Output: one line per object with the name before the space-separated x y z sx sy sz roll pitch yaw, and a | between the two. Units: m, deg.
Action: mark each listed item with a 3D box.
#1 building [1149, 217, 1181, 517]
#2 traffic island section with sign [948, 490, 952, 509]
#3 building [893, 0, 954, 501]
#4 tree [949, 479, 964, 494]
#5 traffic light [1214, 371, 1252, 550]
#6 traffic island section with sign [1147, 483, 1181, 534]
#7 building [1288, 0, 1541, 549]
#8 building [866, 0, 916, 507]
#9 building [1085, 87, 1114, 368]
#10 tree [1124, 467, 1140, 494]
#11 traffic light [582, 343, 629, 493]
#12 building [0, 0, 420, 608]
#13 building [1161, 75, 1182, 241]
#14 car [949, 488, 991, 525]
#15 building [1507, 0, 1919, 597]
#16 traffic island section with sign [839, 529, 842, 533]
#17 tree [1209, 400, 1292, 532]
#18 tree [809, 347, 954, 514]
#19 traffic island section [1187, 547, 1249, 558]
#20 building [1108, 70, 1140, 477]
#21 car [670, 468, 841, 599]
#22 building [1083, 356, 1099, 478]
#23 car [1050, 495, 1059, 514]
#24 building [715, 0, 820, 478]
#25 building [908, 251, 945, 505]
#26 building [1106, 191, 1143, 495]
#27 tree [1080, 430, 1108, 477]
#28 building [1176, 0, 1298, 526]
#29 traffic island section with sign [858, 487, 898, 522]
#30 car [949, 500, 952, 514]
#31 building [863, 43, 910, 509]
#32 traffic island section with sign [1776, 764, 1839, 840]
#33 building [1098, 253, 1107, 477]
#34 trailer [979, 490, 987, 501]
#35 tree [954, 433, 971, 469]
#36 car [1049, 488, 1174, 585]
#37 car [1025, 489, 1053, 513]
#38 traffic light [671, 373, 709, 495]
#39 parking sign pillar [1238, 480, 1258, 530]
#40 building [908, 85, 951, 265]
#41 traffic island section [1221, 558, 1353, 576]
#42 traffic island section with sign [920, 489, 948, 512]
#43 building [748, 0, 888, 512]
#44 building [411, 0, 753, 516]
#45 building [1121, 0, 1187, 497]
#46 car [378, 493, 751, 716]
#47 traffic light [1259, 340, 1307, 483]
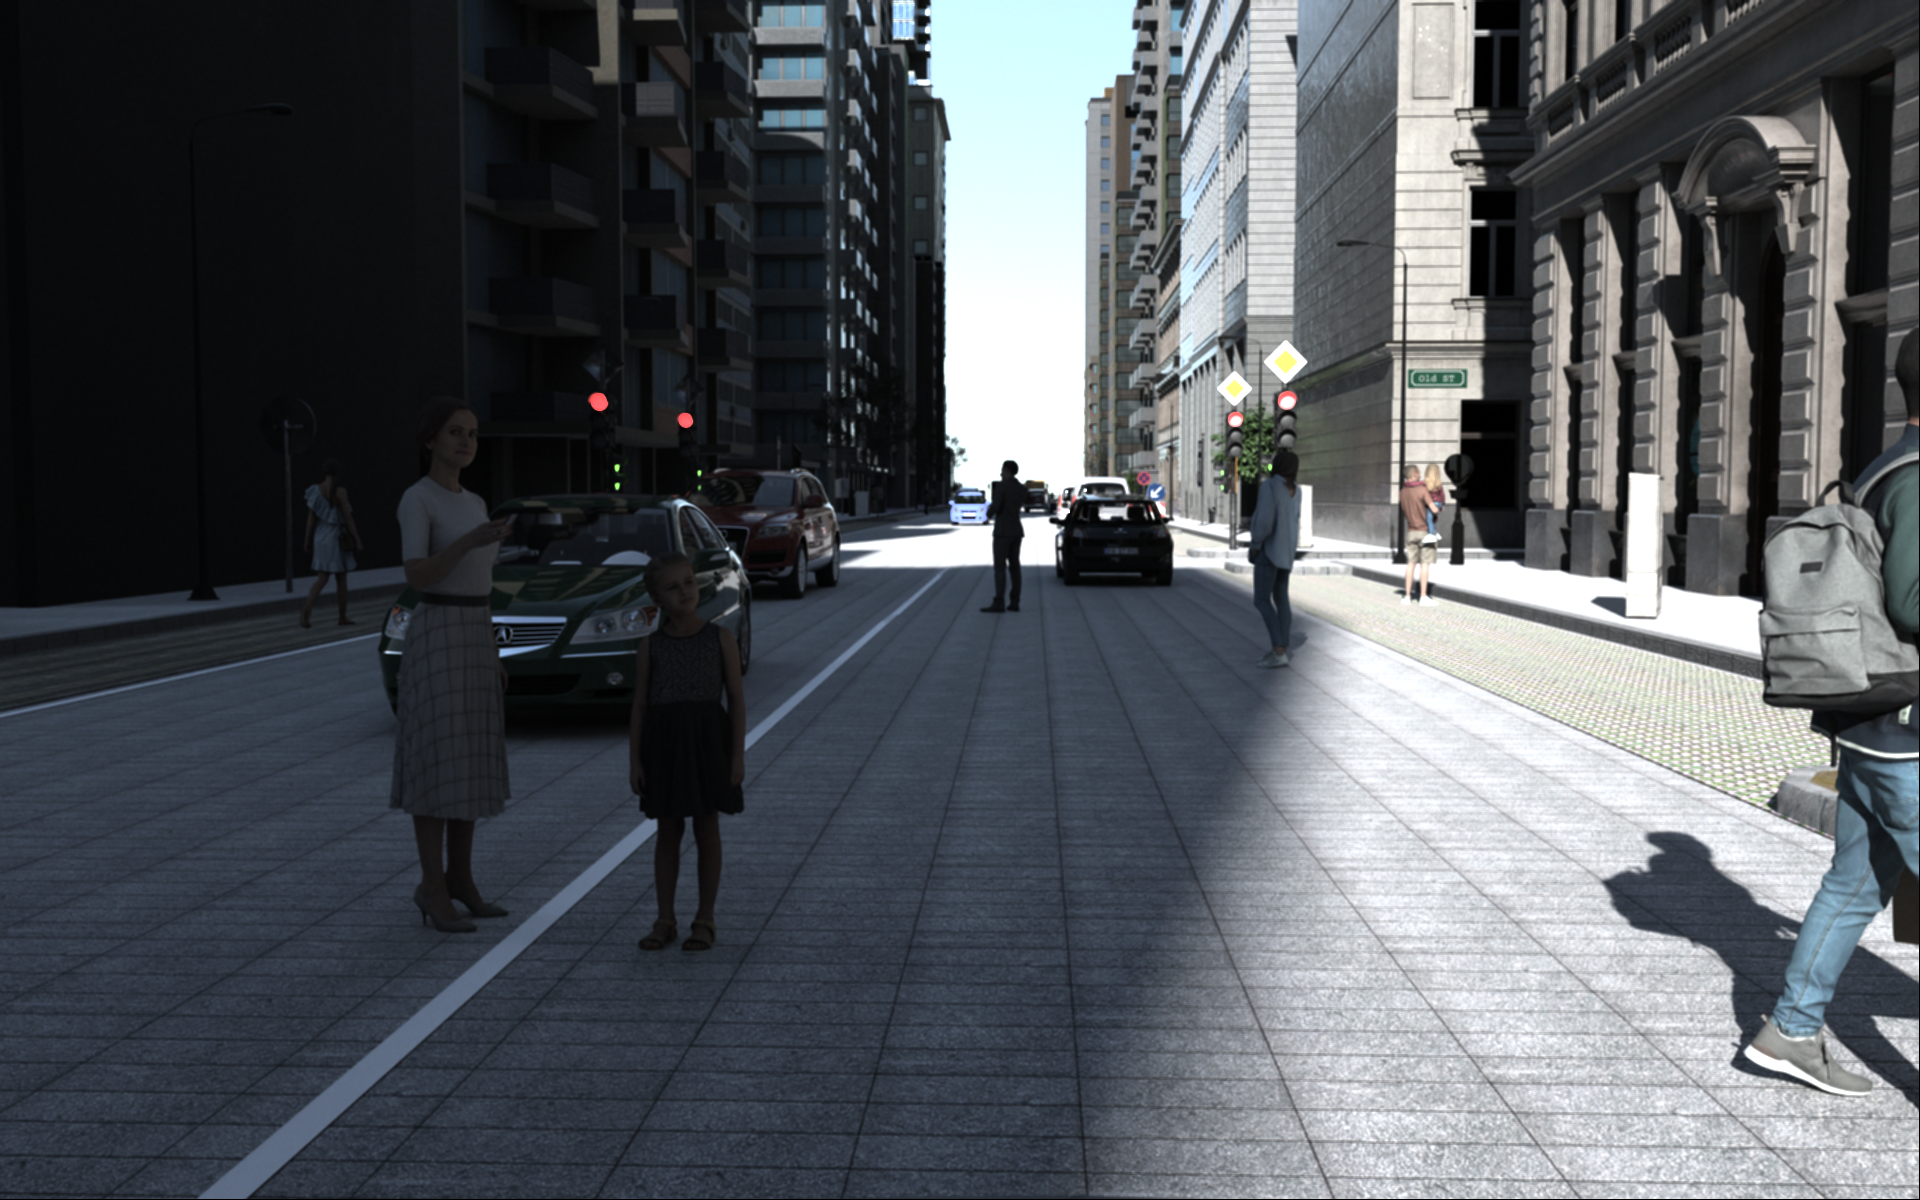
building | 17.271 -14.653 104.208 10.561 19.102 19.286 0 4 2
traffic island section with sign | -1.058 -9.676 166.833 1.989 1.847 2.006 0 4 2
building | -11.784 -57.709 256.215 22.319 86.520 31.000 0 4 2
tree | -0.494 -14.121 225.480 1.663 3.219 1.824 0 3 0
traffic light | 6.260 -3.109 39.749 0.839 4.253 0.868 0 4 2
traffic island section with sign | 6.928 -3.300 62.582 1.989 1.847 2.006 0 4 2
building | 31.901 -16.547 46.962 44.131 29.872 17.030 0 4 2
building | -14.874 -44.743 169.796 20.563 71.187 20.611 0 4 2
building | 29.082 -43.761 257.493 21.231 58.520 28.212 0 4 2
tree | 12.075 -7.782 121.832 1.663 3.219 1.824 0 3 0
traffic light | -6.624 -2.652 32.276 0.839 4.253 0.868 0 4 2
building | -18.037 -11.963 25.271 15.834 23.373 12.332 0 4 2
building | 21.137 -21.469 122.720 14.160 30.474 14.107 0 4 2
car | 0.482 -4.323 80.267 1.945 1.707 3.694 0 4 3
building | 14.274 -11.699 20.159 11.050 23.489 19.941 0 4 2
traffic island section with sign | -5.372 -3.342 63.276 1.989 1.847 2.006 0 4 2
tree | 10.293 -4.611 59.097 4.285 4.588 4.351 0 3 0
tree | -5.990 -10.774 110.566 8.767 10.594 7.601 1 4 21
traffic island section | 6.300 -1.075 39.861 2.009 0.180 2.903 0 4 2
building | 22.882 -32.522 181.843 14.600 45.320 14.200 0 4 2
car | -3.029 -1.025 25.426 2.281 1.827 5.304 0 4 4
building | 30.660 -23.547 230.030 27.650 21.520 28.899 0 4 2
car | 7.435 -6.991 126.876 1.945 1.354 3.894 0 4 4
building | -24.030 -24.313 89.406 32.217 40.220 23.993 0 4 2
building | -9.185 -26.634 207.159 14.160 30.474 14.107 0 4 2
building | 21.791 -24.190 167.211 14.160 30.474 14.107 0 4 2
tree | 15.890 -15.231 199.385 4.360 8.622 3.978 0 3 0
building | 16.709 -18.422 78.700 11.434 29.767 29.804 0 4 2
traffic island section with sign | -4.249 -4.990 90.208 1.989 1.847 2.006 0 4 2
car | 0.237 -6.899 125.164 2.083 1.381 4.827 0 4 2
building | -11.998 -28.726 153.261 14.154 41.232 14.086 0 4 2
traffic island section with sign | 4.619 0.087 7.212 1.989 1.847 2.006 0 4 2
building | 23.604 -26.676 207.849 14.160 30.474 14.107 0 4 2
trailer | 3.333 -15.847 266.148 1.471 1.999 3.904 0 4 3
tree | -3.028 -15.605 189.559 8.767 10.594 7.601 -1 4 -9
car | 2.496 -1.148 28.563 2.009 1.686 4.222 0 4 1
car | 6.113 -7.739 135.208 2.281 1.827 5.304 0 4 4
traffic light | -6.291 -3.140 40.254 0.839 4.253 0.868 0 4 2
parking sign pillar | 10.826 -4.544 62.765 1.447 3.967 1.447 -2 4 -27
building | -15.997 -39.080 228.202 28.713 52.752 27.495 0 4 2
traffic island section | 5.967 -0.587 31.883 2.009 0.180 2.903 0 4 2
traffic island section with sign | -2.203 -7.993 139.316 1.989 1.847 2.006 0 4 2
building | -18.061 -31.258 130.670 23.786 49.044 30.456 0 4 2
building | -18.838 -24.467 54.656 22.147 44.769 28.867 0 4 2
building | 25.784 -32.086 144.219 23.786 49.044 30.456 0 4 2
car | -2.609 -0.033 12.341 2.131 1.459 4.920 0 4 1
traffic light | 5.928 -2.621 31.771 0.839 4.253 0.868 0 4 2
